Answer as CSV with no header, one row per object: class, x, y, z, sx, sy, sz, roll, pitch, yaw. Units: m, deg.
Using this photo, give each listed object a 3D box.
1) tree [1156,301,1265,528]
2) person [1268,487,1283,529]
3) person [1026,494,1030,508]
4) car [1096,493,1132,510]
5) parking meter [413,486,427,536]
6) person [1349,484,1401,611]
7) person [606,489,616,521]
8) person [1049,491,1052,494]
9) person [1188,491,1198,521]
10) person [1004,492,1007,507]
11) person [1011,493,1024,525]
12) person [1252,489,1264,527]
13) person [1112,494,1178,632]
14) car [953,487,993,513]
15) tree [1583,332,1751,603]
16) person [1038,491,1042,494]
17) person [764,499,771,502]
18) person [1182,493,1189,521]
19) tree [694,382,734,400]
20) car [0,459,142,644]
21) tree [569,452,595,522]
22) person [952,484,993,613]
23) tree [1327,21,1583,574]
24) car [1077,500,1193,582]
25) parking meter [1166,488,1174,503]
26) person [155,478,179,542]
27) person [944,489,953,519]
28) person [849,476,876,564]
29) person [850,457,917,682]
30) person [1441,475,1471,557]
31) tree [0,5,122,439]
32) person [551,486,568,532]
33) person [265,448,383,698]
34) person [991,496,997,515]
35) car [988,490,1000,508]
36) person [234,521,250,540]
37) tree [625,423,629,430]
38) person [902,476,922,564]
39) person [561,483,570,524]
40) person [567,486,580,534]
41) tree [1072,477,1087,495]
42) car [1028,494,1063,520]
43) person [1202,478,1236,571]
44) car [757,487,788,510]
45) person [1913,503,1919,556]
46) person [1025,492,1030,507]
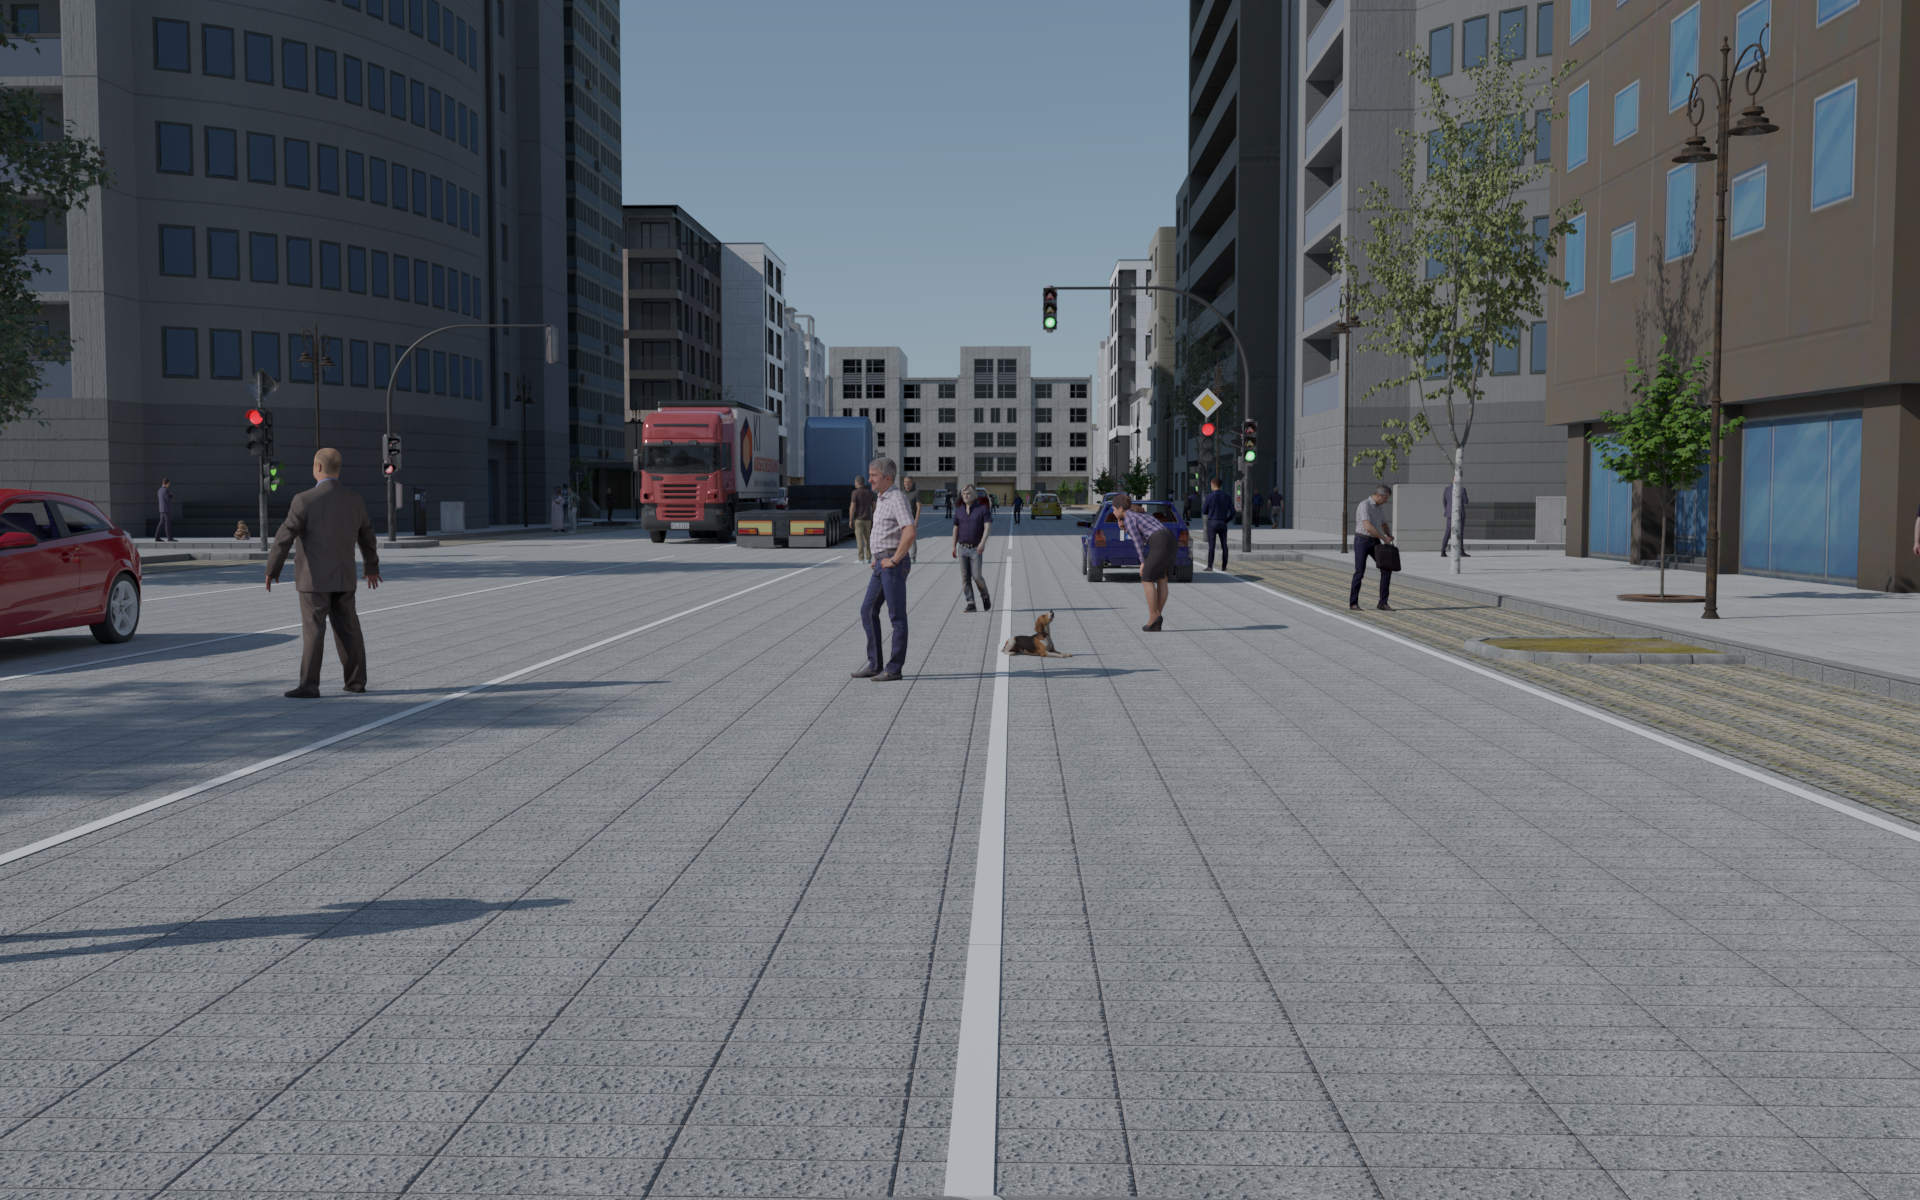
tree,9.331,-7.056,65.734,4.360,8.622,3.978,0,3,0
person,11.481,-3.368,63.325,0.569,1.553,0.471,3,5,40
person,7.000,-10.288,179.938,0.599,1.433,0.991,-1,4,-13
car,7.582,-4.538,83.795,1.945,1.707,3.694,0,4,2
parking meter,-16.655,-2.753,53.422,0.372,1.533,0.369,0,3,0
person,5.078,-0.639,21.155,0.590,1.554,0.614,3,5,43
person,-16.639,-4.538,82.507,0.388,1.546,0.482,2,4,34
person,10.142,-11.333,193.725,1.348,1.831,0.705,0,4,0
person,10.956,-4.452,82.059,0.697,1.427,0.421,-2,4,-25
person,5.232,-11.547,198.770,0.415,1.643,0.593,0,4,-6
person,2.626,-4.299,81.478,0.600,1.496,0.574,-2,4,-35
person,11.360,-3.554,66.843,0.600,1.496,0.574,-1,4,-14
person,1.920,-0.388,18.074,0.697,1.427,0.421,1,4,23
car,0.748,-5.472,98.135,2.281,1.827,5.304,0,3,0
tree,8.489,-1.610,20.930,1.663,3.219,1.824,0,3,0
person,7.970,-10.030,173.166,0.621,1.740,0.551,-1,4,-19
person,-9.108,-4.322,81.624,0.387,1.526,0.523,-2,4,-26
person,9.870,-4.042,76.041,0.340,1.345,0.435,1,4,17
tree,-16.043,-10.034,114.426,4.737,8.622,4.395,0,3,0
car,-8.918,-0.377,15.201,2.155,1.783,4.494,0,3,0
tree,-17.571,-5.190,79.456,1.663,3.219,1.824,0,3,0
person,0.215,-0.630,21.013,0.471,1.553,0.569,-2,4,-28
tree,8.001,-4.741,27.882,4.737,8.622,4.395,0,3,0
car,2.975,-1.033,29.477,1.945,1.354,3.894,0,4,2
parking meter,8.990,-4.022,74.169,0.372,1.533,0.369,0,3,0
person,-21.293,-2.414,46.428,0.530,1.710,0.541,-2,4,-35
person,-0.656,-5.590,100.702,0.445,1.727,0.742,1,4,15
person,-2.022,-1.661,35.782,0.598,1.807,0.434,-2,4,-24
person,-0.593,-0.234,13.272,0.436,1.711,0.756,-1,4,-12
person,10.097,-1.731,35.260,0.530,1.710,0.541,-3,4,-36
tree,-19.206,-6.838,28.807,9.611,12.733,9.660,0,3,0
person,-15.074,-3.412,64.947,0.621,1.740,0.551,1,4,17
person,-4.545,-0.200,12.330,0.434,1.755,0.990,2,4,35
person,2.350,-6.661,121.316,0.435,1.345,0.340,-3,5,-40
car,3.127,-10.355,178.098,1.959,1.807,4.718,0,4,1
person,-19.965,-1.936,48.179,0.381,0.543,0.357,0,4,1
tree,-24.515,-10.179,116.790,4.737,8.622,4.395,0,3,0
person,-1.086,-1.639,35.433,0.434,1.807,0.598,-3,5,-42
person,-16.669,-4.065,73.229,0.841,1.734,0.376,0,4,2
person,-13.950,-3.253,62.410,0.376,1.734,0.841,-2,4,-24
tree,13.422,-12.329,196.185,1.663,3.219,1.824,0,3,0
car,4.886,-5.395,98.433,2.015,1.641,3.980,0,4,1
person,4.775,-1.409,32.235,0.576,1.737,0.504,-1,4,-22
car,-10.469,-5.373,96.528,2.281,1.827,5.304,0,4,1
person,10.061,-0.571,17.580,0.471,1.553,0.569,-1,4,-10
person,7.359,-10.981,189.509,0.593,1.643,0.415,1,4,13
